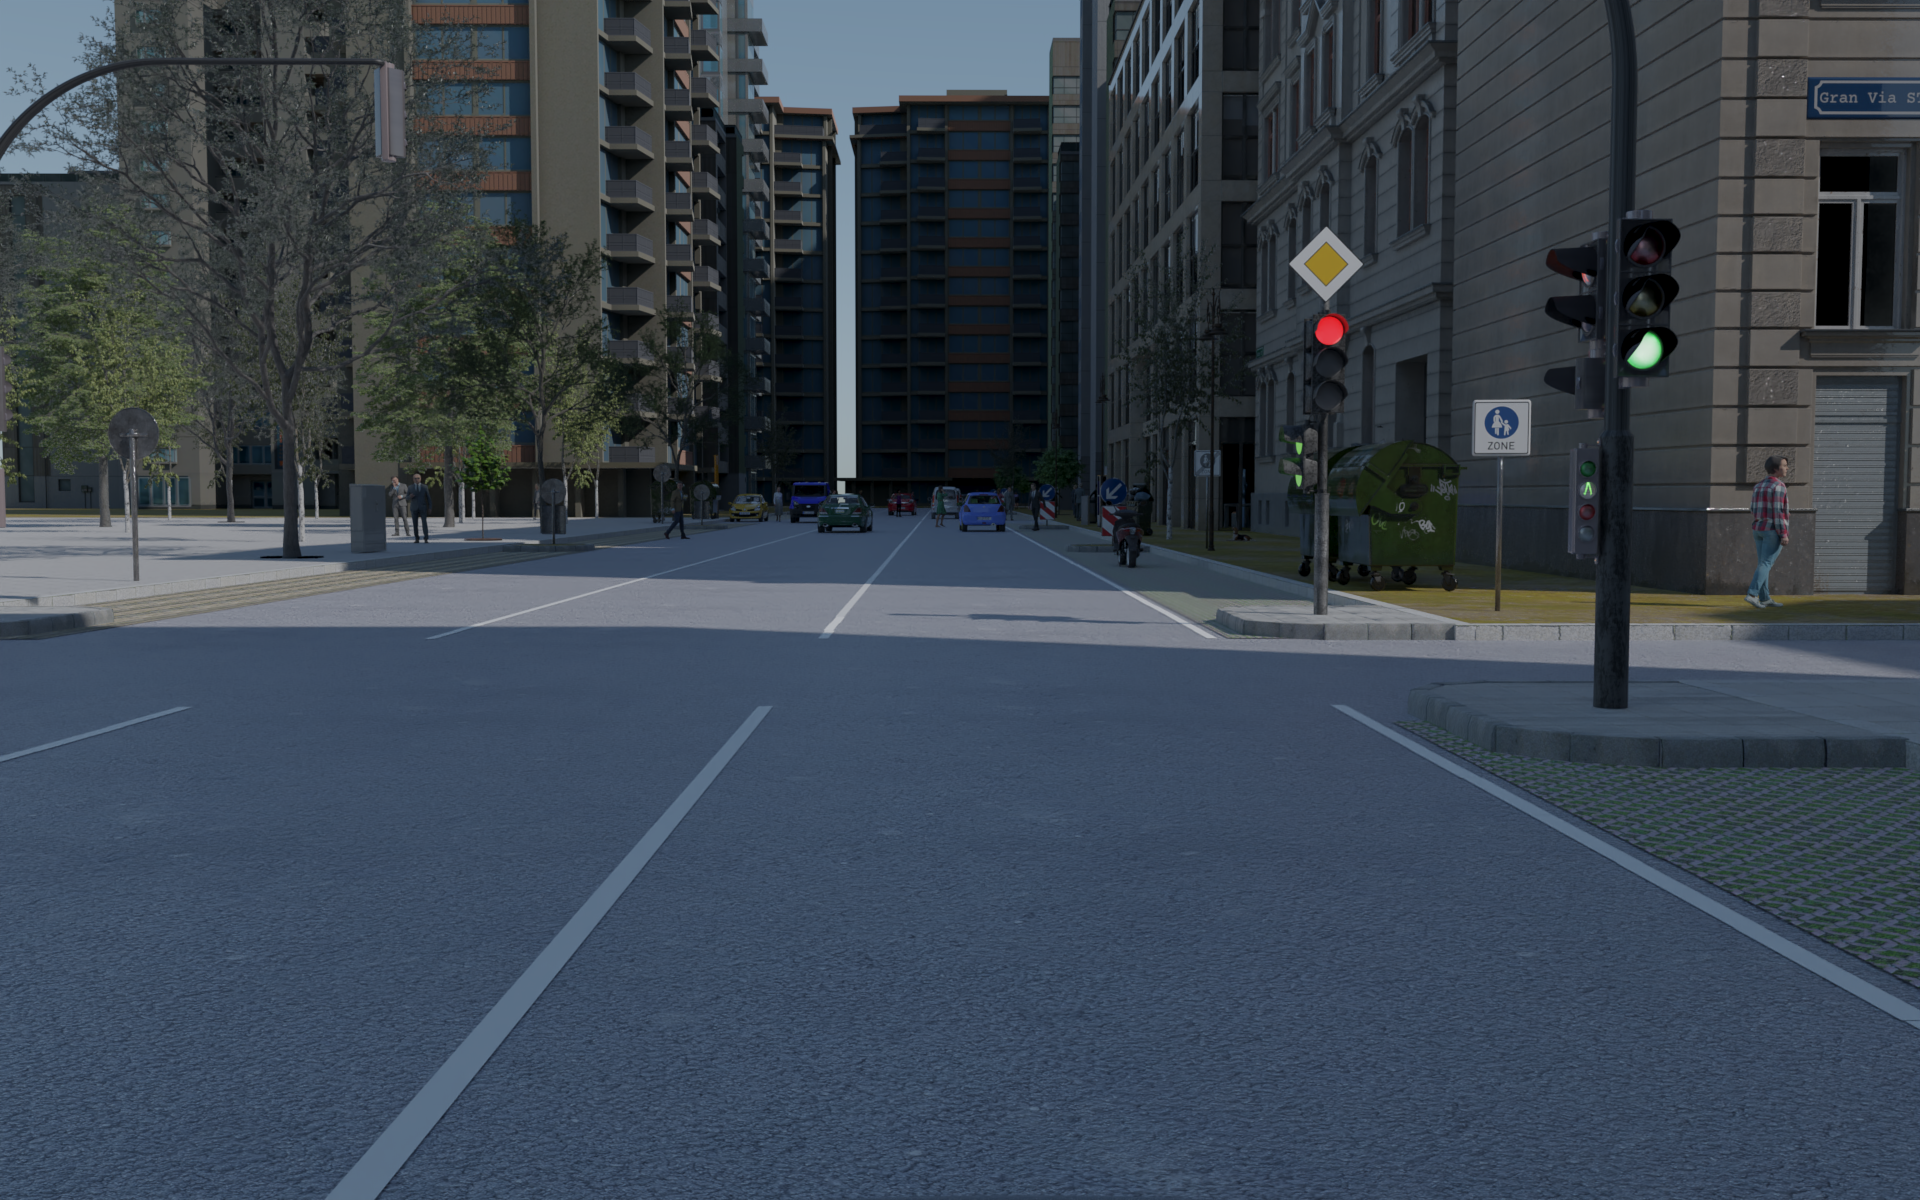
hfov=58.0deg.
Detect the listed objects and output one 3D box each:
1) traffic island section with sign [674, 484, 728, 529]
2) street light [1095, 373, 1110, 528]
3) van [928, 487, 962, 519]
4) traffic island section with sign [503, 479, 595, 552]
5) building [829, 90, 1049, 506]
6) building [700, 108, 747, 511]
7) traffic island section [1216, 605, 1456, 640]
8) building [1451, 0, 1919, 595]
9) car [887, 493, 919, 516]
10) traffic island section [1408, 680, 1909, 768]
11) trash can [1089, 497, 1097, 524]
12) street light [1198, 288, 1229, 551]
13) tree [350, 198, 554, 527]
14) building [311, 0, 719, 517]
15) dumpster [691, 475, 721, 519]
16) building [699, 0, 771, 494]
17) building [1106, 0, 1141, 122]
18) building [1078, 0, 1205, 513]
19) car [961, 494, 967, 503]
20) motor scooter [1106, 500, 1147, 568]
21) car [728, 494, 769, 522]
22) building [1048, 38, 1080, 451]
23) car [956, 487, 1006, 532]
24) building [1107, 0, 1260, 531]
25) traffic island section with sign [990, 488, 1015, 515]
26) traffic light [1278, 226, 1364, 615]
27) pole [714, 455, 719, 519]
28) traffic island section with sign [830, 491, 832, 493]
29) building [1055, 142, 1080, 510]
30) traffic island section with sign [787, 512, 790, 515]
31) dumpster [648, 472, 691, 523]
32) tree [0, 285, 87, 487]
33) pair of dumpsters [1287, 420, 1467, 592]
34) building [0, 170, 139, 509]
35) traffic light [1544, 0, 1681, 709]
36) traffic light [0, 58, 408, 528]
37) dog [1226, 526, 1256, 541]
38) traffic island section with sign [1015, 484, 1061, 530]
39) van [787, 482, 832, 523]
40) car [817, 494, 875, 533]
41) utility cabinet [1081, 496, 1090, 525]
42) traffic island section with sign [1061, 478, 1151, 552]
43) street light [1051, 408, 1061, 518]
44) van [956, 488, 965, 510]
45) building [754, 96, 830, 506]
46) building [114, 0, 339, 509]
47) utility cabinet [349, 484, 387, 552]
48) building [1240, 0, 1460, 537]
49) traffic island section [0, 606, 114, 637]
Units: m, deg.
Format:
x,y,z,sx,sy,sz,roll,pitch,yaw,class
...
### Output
x,y,z,sx,sy,sz,roll,pitch,yaw,class
-10.523,-3.791,70.603,1.989,1.847,2.006,0,4,-1,traffic island section with sign
5.440,-5.713,66.202,0.468,5.910,1.993,0,4,-1,street light
-0.857,-5.728,100.661,2.013,2.044,4.112,0,4,-1,van
-10.282,-2.136,43.556,1.989,1.847,2.006,0,4,-1,traffic island section with sign
1.090,-32.781,190.592,28.867,44.769,22.147,0,4,-1,building
-23.909,-21.891,129.627,14.160,30.474,14.107,0,4,-1,building
3.859,0.235,18.436,2.009,0.180,2.903,0,4,-1,traffic island section
21.509,-14.042,26.847,25.104,27.353,12.463,0,4,-1,building
-3.878,-6.608,117.080,2.155,1.783,4.494,0,4,1,car
3.931,0.724,10.451,2.009,0.180,2.903,0,4,-1,traffic island section
5.695,-3.874,74.990,0.748,1.137,0.748,0,3,0,trash can
5.686,-4.050,39.007,0.468,5.910,1.993,0,4,-1,street light
-19.301,-9.080,66.579,7.486,12.596,7.792,0,3,0,tree
-26.858,-27.672,107.063,22.147,44.769,28.867,0,4,-1,building
-13.041,-5.250,88.329,1.502,2.255,1.985,0,4,-1,dumpster
-32.591,-32.637,153.224,30.456,49.044,23.786,0,4,-1,building
15.423,-20.229,102.448,14.160,30.474,14.107,0,4,-1,building
19.029,-35.548,123.207,21.231,58.520,28.212,0,4,-1,building
0.148,-8.425,149.748,2.014,1.417,4.499,0,3,0,car
3.294,-1.305,34.108,0.815,1.314,1.986,0,4,-2,motor scooter
-10.926,-4.861,89.709,2.015,1.641,3.980,0,4,0,car
15.057,-29.094,159.273,14.154,41.232,14.086,0,4,-1,building
0.845,-3.515,67.061,1.945,1.707,3.694,0,4,-2,car
17.742,-16.639,76.567,19.350,26.468,34.151,0,4,-1,building
2.959,-6.823,120.186,1.989,1.847,2.006,0,4,-1,traffic island section with sign
3.819,-1.798,18.321,0.839,4.253,0.868,0,4,-1,traffic light
-12.696,-5.902,90.346,0.158,3.312,0.155,0,3,0,pole
-11.207,-8.495,147.518,1.989,1.847,2.006,0,4,-1,traffic island section with sign
14.911,-22.841,145.148,14.160,30.474,14.107,0,4,-1,building
-10.976,-6.846,120.563,1.989,1.847,2.006,0,4,-1,traffic island section with sign
-12.976,-4.548,76.848,1.502,2.255,1.985,0,4,-1,dumpster
-33.323,-6.638,58.886,4.737,8.622,4.395,0,3,0,tree
5.893,-1.362,24.757,1.574,2.255,4.437,0,4,-1,pair of dumpsters
-77.371,-23.655,158.459,14.107,30.474,14.160,0,4,-1,building
1.800,-2.172,10.177,4.771,5.953,1.251,0,4,-1,traffic light
-8.250,-2.665,18.233,4.771,5.953,1.251,0,4,-1,traffic light
7.681,-1.807,47.276,0.550,0.427,0.748,-3,5,-43,dog
3.394,-3.782,70.455,1.989,1.847,2.006,0,4,-1,traffic island section with sign
-7.518,-5.076,87.379,2.240,2.365,5.245,0,4,-2,van
-4.329,-3.289,65.575,2.131,1.459,4.920,0,4,1,car
5.212,-3.726,72.085,0.306,1.237,1.020,0,4,8,utility cabinet
3.648,-2.110,43.131,1.989,1.847,2.006,0,4,-1,traffic island section with sign
5.163,-7.352,92.985,0.468,5.910,1.993,0,4,-1,street light
-0.619,-7.381,127.688,2.013,2.044,4.112,0,4,0,van
-27.916,-32.805,190.983,28.867,44.769,22.147,0,4,-1,building
-59.326,-32.451,154.269,21.600,48.544,21.300,0,4,-1,building
-12.981,-1.795,38.029,0.318,1.500,1.173,0,4,5,utility cabinet
16.306,-15.917,47.631,14.401,28.519,23.554,0,4,-1,building
-10.381,0.243,18.314,2.009,0.180,2.903,0,4,-1,traffic island section
